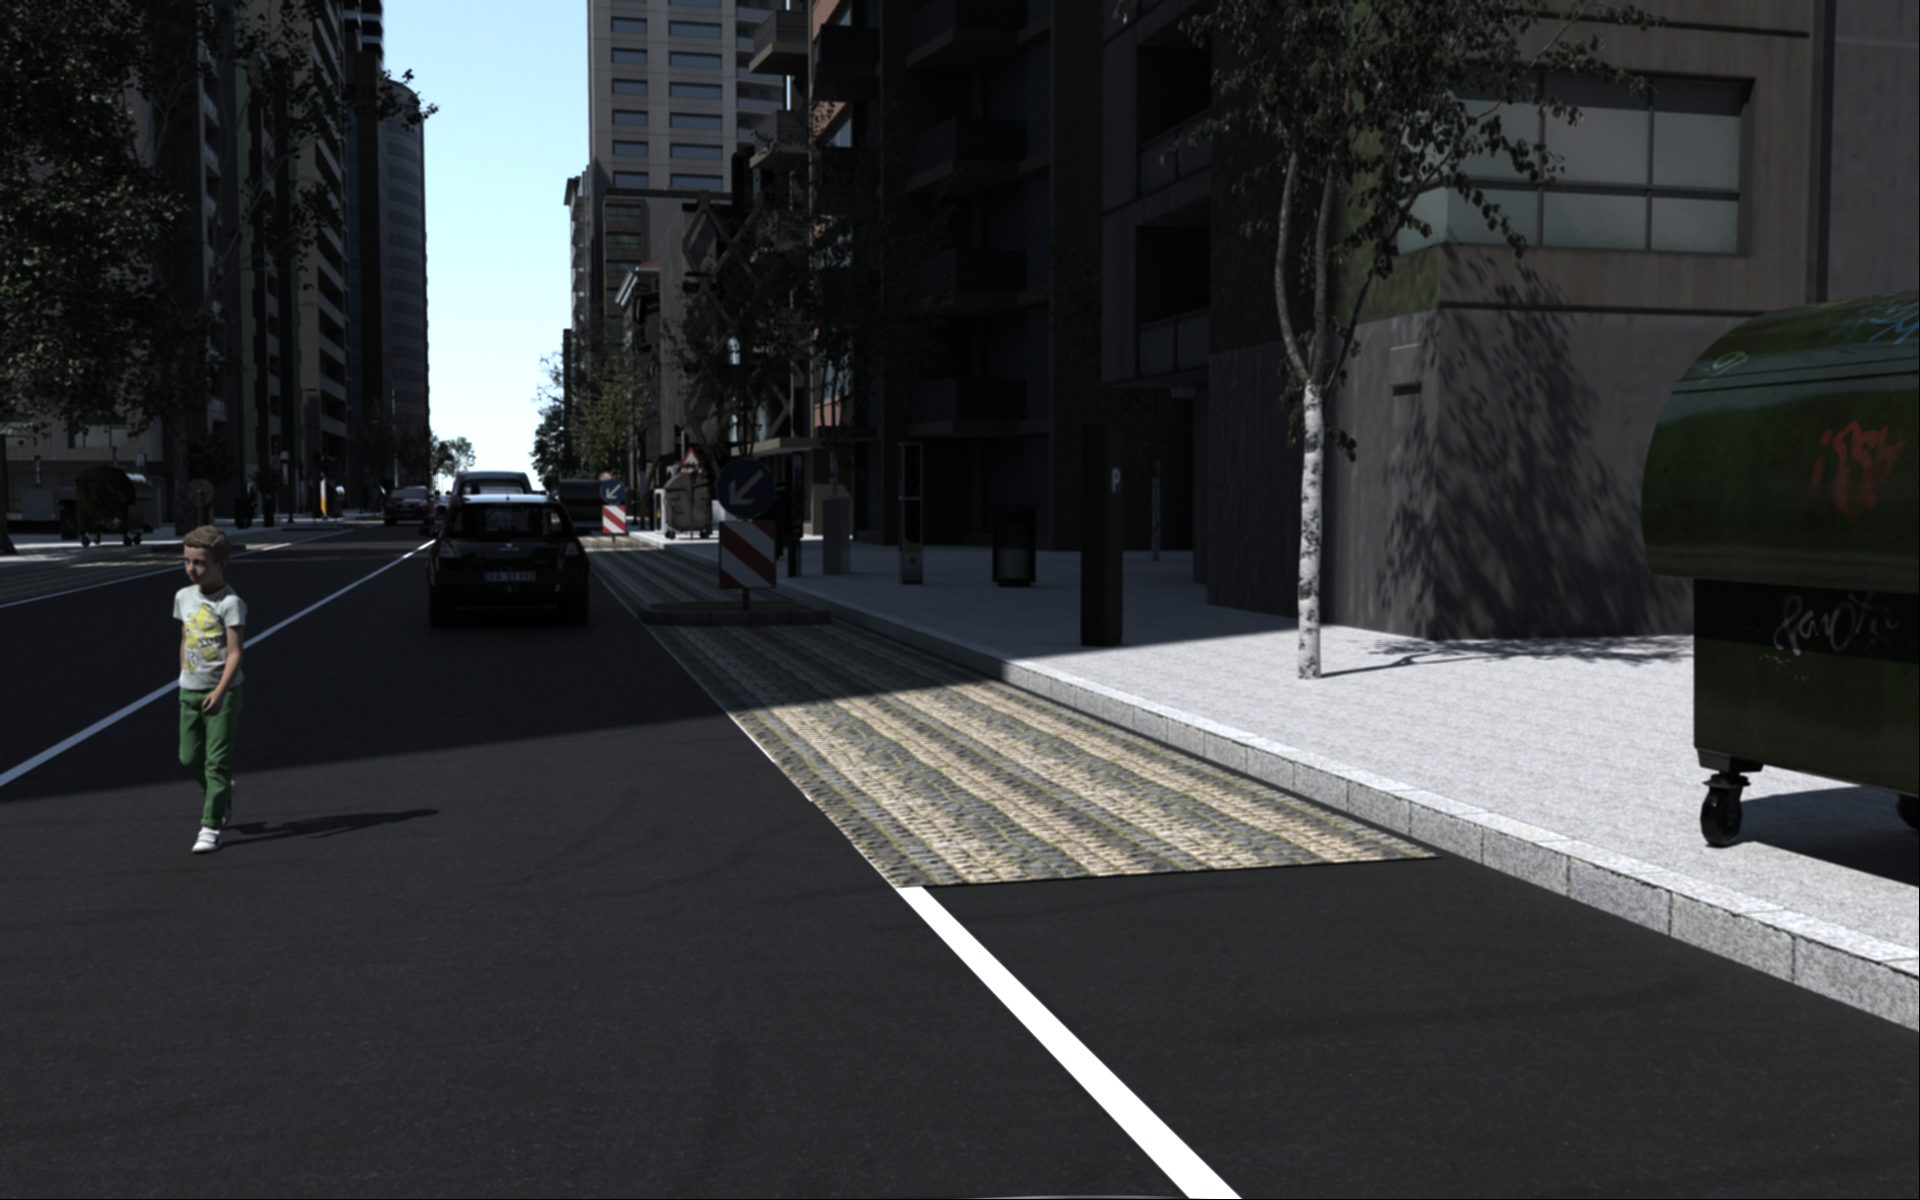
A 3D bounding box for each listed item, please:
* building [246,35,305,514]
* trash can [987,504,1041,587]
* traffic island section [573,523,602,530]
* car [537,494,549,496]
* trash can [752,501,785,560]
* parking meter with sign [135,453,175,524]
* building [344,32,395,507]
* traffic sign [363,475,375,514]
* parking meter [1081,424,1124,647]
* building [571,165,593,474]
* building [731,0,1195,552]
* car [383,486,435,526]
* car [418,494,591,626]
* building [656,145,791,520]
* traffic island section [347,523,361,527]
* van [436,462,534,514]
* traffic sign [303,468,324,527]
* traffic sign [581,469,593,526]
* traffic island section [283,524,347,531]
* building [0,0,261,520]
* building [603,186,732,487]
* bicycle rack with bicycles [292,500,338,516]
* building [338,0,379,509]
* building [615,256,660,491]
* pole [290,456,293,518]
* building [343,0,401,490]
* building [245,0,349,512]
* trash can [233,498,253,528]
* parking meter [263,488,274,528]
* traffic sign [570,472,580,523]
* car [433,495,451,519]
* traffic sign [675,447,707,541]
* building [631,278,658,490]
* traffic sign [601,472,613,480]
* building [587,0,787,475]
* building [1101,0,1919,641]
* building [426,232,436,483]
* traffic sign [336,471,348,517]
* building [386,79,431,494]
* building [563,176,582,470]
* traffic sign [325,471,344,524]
[{"bbox_3d":[-49.669,-20.602,108.540,14.160,30.474,14.107,-1,4,-14],"label":"building"},{"bbox_3d":[0.752,-0.761,24.091,0.748,1.137,0.748,0,3,0],"label":"trash can"},{"bbox_3d":[-17.122,-3.403,77.923,2.009,0.180,2.903,-1,4,-14],"label":"traffic island section"},{"bbox_3d":[-47.132,-11.416,195.452,1.959,1.807,4.718,-1,4,-14],"label":"car"},{"bbox_3d":[-3.772,-1.364,33.952,0.748,1.137,0.748,0,3,0],"label":"trash can"},{"bbox_3d":[-34.864,-4.828,75.194,0.543,3.016,1.738,1,4,21],"label":"parking meter with sign"},{"bbox_3d":[-64.073,-31.885,171.437,14.600,45.320,14.200,-1,4,-14],"label":"building"},{"bbox_3d":[-38.657,-6.926,113.351,0.768,2.556,0.104,-1,4,-12],"label":"traffic sign"},{"bbox_3d":[1.208,-0.550,14.697,0.255,1.863,0.399,2,4,27],"label":"parking meter"},{"bbox_3d":[-45.226,-38.790,253.817,23.786,49.044,30.456,-1,4,-14],"label":"building"},{"bbox_3d":[5.378,-24.314,52.159,22.147,44.769,28.867,-1,4,-14],"label":"building"},{"bbox_3d":[-25.638,-4.406,80.703,2.281,1.827,5.304,-1,4,-14],"label":"car"},{"bbox_3d":[-5.311,-0.643,20.298,2.009,1.686,4.222,-1,4,-15],"label":"car"},{"bbox_3d":[-6.727,-13.707,91.568,16.811,18.784,16.820,-1,4,-14],"label":"building"},{"bbox_3d":[-27.195,-3.247,75.373,2.009,0.180,2.903,-1,4,-14],"label":"traffic island section"},{"bbox_3d":[-8.697,-1.540,32.197,2.013,2.044,4.112,-1,4,-16],"label":"van"},{"bbox_3d":[-25.203,-3.910,67.578,0.795,2.450,0.064,-1,4,-14],"label":"traffic sign"},{"bbox_3d":[-15.173,-4.065,70.102,0.795,2.450,0.064,-1,4,-14],"label":"traffic sign"},{"bbox_3d":[-25.224,-2.774,67.634,2.009,0.180,2.903,-1,4,-14],"label":"traffic island section"},{"bbox_3d":[-44.081,-24.665,86.872,14.154,41.232,14.086,-1,4,-14],"label":"building"},{"bbox_3d":[-27.184,-24.171,166.890,14.160,30.474,14.107,-1,4,-14],"label":"building"},{"bbox_3d":[-37.429,-5.343,100.734,2.925,0.926,2.852,-2,4,-26],"label":"bicycle rack with bicycles"},{"bbox_3d":[-63.129,-43.713,152.961,20.563,71.187,20.611,-1,4,-14],"label":"building"},{"bbox_3d":[-21.816,-18.720,142.222,11.583,22.565,21.152,-1,4,-14],"label":"building"},{"bbox_3d":[-36.143,-6.093,93.458,0.158,3.312,0.155,0,3,0],"label":"pole"},{"bbox_3d":[-73.772,-53.720,190.993,22.319,86.520,31.000,-1,4,-14],"label":"building"},{"bbox_3d":[-59.368,-31.098,132.154,21.300,48.544,21.600,-1,4,-14],"label":"building"},{"bbox_3d":[-27.123,-3.295,65.528,0.748,1.137,0.748,0,3,0],"label":"trash can"},{"bbox_3d":[-26.580,-3.558,66.577,0.372,1.533,0.369,0,3,0],"label":"parking meter"},{"bbox_3d":[-17.143,-4.538,77.841,0.795,2.450,0.064,-1,4,-14],"label":"traffic sign"},{"bbox_3d":[-29.301,-5.291,98.865,2.083,1.381,4.827,-1,4,-15],"label":"car"},{"bbox_3d":[-7.375,-2.907,47.531,0.884,2.594,0.081,0,4,-6],"label":"traffic sign"},{"bbox_3d":[-15.072,-15.722,124.501,16.820,18.784,16.811,-1,4,-14],"label":"building"},{"bbox_3d":[-20.027,-5.990,98.040,0.768,2.556,0.104,0,4,-7],"label":"traffic sign"},{"bbox_3d":[-29.349,-39.475,187.423,21.231,58.520,28.212,-1,4,-14],"label":"building"},{"bbox_3d":[9.251,-20.710,22.206,14.154,41.232,14.086,-1,4,-14],"label":"building"},{"bbox_3d":[-94.536,-39.755,269.603,23.786,49.044,30.456,-1,4,-14],"label":"building"},{"bbox_3d":[-34.071,-5.825,95.352,0.768,2.556,0.104,-1,4,-12],"label":"traffic sign"},{"bbox_3d":[-85.735,-42.741,240.817,21.231,58.520,28.212,-1,4,-14],"label":"building"},{"bbox_3d":[-49.315,-42.402,282.507,28.713,52.752,27.495,-1,4,-14],"label":"building"},{"bbox_3d":[-27.174,-4.384,75.317,0.795,2.450,0.064,-1,4,-14],"label":"traffic sign"}]
